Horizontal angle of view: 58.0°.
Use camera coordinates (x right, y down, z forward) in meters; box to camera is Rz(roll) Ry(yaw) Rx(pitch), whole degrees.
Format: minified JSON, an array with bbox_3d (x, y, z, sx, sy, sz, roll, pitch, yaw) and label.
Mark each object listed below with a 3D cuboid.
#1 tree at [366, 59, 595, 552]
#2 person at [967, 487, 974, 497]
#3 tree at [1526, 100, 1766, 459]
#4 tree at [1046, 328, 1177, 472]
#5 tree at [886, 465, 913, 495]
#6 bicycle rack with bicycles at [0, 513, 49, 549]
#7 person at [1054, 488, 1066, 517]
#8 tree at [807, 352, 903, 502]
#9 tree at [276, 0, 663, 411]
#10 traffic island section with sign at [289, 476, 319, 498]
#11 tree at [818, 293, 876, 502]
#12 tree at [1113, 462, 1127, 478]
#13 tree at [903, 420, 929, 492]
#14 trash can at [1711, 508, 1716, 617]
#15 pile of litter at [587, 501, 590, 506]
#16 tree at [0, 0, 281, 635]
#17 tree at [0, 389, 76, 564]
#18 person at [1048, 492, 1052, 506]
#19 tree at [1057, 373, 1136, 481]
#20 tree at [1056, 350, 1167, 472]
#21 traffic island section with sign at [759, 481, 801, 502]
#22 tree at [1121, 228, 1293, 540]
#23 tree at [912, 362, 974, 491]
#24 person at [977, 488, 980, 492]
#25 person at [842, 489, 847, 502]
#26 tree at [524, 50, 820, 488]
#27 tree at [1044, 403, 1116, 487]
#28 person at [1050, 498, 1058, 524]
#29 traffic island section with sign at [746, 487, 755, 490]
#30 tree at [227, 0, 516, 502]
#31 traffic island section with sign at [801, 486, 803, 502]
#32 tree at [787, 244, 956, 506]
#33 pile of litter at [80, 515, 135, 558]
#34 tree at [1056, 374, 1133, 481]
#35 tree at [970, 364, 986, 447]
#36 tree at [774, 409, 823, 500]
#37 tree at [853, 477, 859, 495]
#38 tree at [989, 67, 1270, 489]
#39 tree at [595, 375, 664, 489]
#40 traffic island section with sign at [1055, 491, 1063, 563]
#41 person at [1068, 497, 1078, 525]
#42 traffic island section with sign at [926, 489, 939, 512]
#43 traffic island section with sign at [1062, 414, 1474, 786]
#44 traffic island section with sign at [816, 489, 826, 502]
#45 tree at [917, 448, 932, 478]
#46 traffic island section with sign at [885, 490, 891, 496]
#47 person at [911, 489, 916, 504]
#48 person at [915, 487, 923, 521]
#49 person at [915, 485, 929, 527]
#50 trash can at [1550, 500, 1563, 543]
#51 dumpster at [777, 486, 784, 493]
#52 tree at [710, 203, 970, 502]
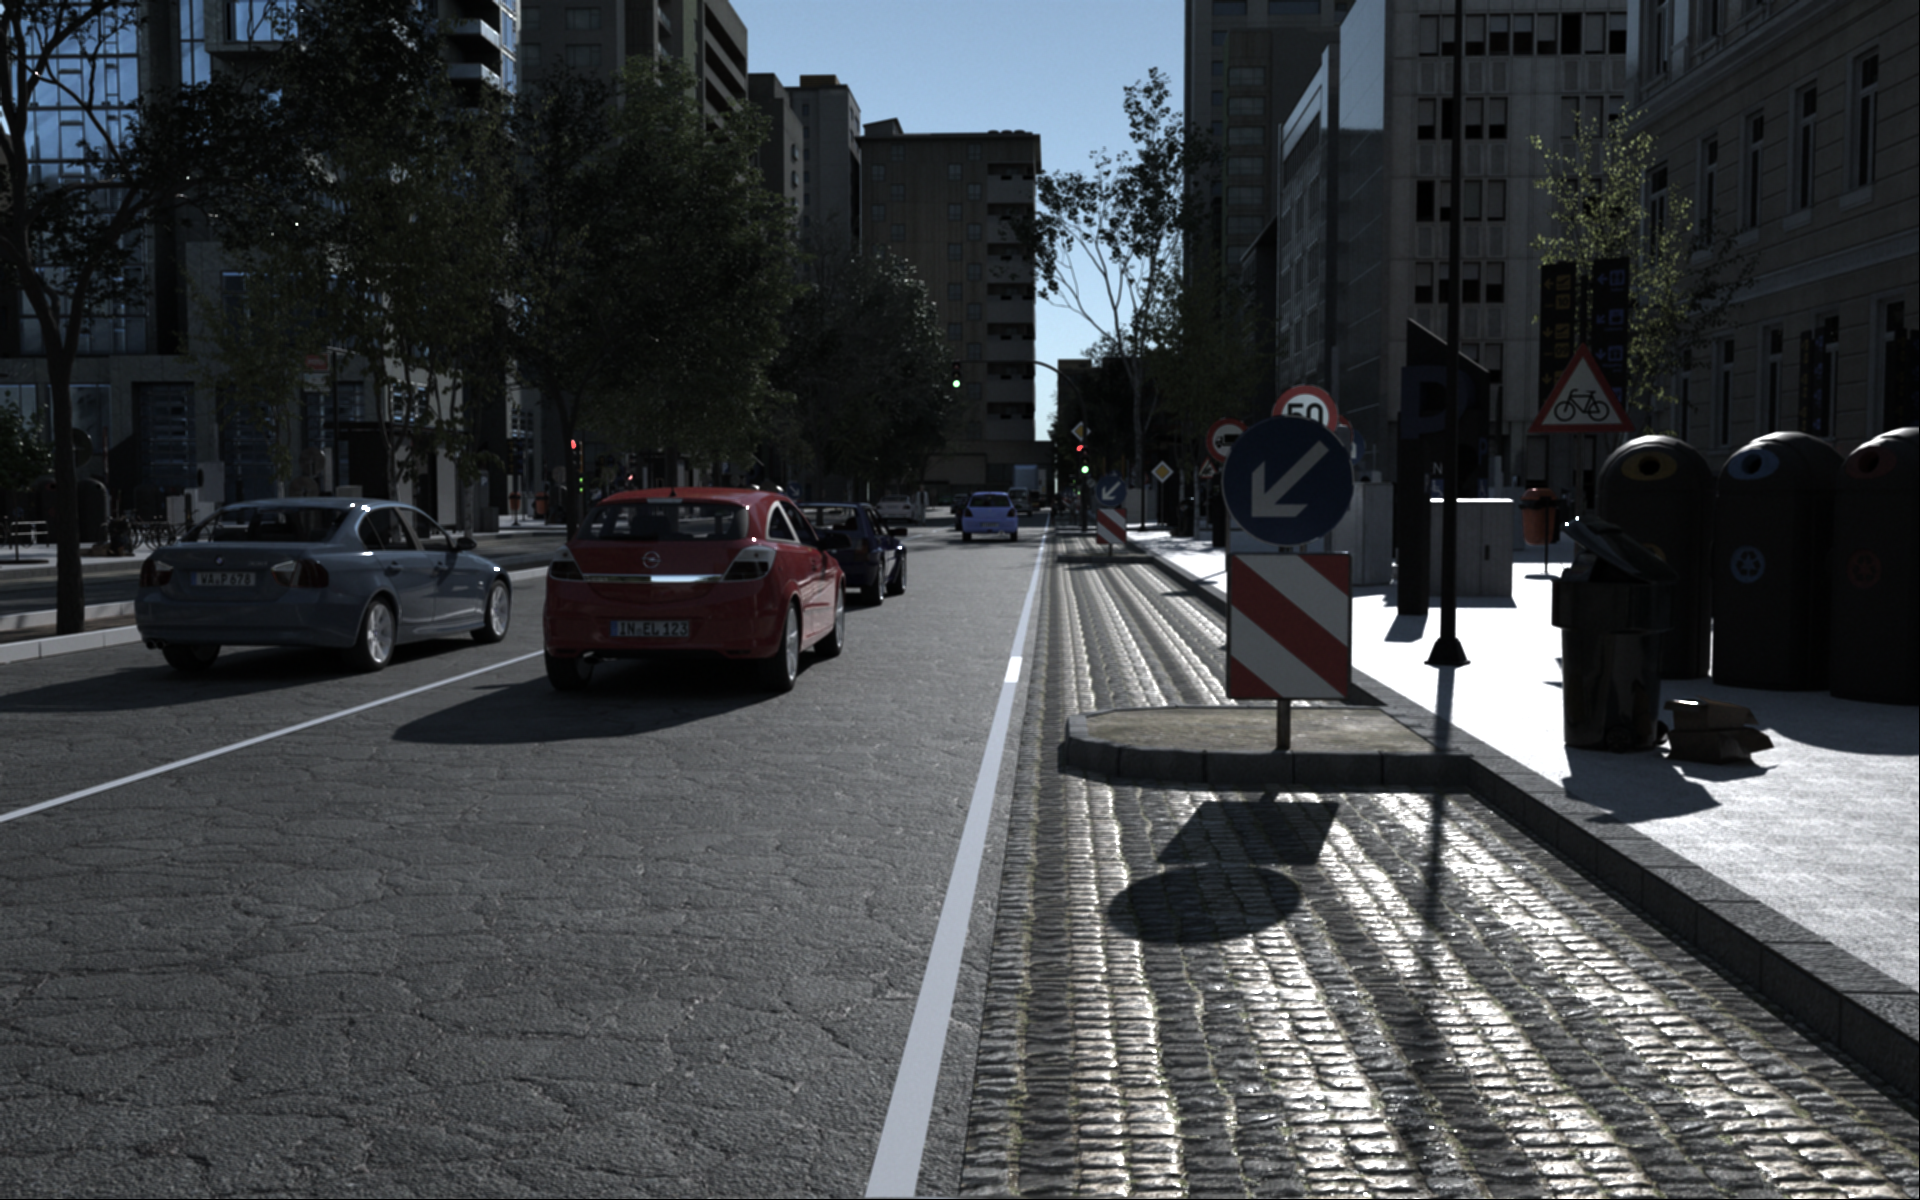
[{"bbox_3d":[-8.367,-4.690,29.504,4.360,8.622,3.978,0,3,0],"label":"tree"},{"bbox_3d":[0.778,-6.224,110.043,0.659,1.850,0.755,-1,4,-16],"label":"person"},{"bbox_3d":[12.504,-5.036,32.698,4.360,8.622,3.978,0,3,0],"label":"tree"},{"bbox_3d":[10.977,-13.304,127.884,12.009,13.543,11.850,0,3,0],"label":"tree"},{"bbox_3d":[-9.530,-13.866,161.125,7.601,10.594,8.767,-2,4,-27],"label":"tree"},{"bbox_3d":[-23.058,-1.679,40.826,2.852,0.926,2.925,0,4,-1],"label":"bicycle rack with bicycles"},{"bbox_3d":[6.273,-6.193,109.718,0.822,1.834,0.622,0,4,7],"label":"person"},{"bbox_3d":[-5.205,-7.884,81.715,4.737,8.622,4.395,0,3,0],"label":"tree"},{"bbox_3d":[-7.872,-6.032,35.496,8.767,10.594,7.601,0,4,3],"label":"tree"},{"bbox_3d":[-14.231,-1.736,37.008,1.989,1.847,2.006,0,4,3],"label":"traffic island section with sign"},{"bbox_3d":[-7.267,-7.079,52.612,8.767,10.594,7.601,0,4,3],"label":"tree"},{"bbox_3d":[9.536,-6.716,104.400,1.663,3.219,1.824,0,3,0],"label":"tree"},{"bbox_3d":[-3.758,-9.445,107.249,4.737,8.622,4.395,0,3,0],"label":"tree"},{"bbox_3d":[7.822,-0.408,18.321,0.748,1.137,0.748,0,3,0],"label":"trash can"},{"bbox_3d":[-23.296,-5.899,110.414,1.176,0.858,1.719,1,4,18],"label":"pile of litter"},{"bbox_3d":[-8.990,-4.939,17.625,8.767,10.594,7.601,0,4,3],"label":"tree"},{"bbox_3d":[-17.576,-2.287,32.000,1.663,3.219,1.824,0,3,0],"label":"tree"},{"bbox_3d":[10.540,-11.801,202.907,0.415,1.643,0.593,1,4,10],"label":"person"},{"bbox_3d":[12.739,-14.934,162.294,7.486,12.596,7.792,0,3,0],"label":"tree"},{"bbox_3d":[9.859,-10.855,111.896,7.601,10.594,8.767,-1,4,-9],"label":"tree"},{"bbox_3d":[-6.717,-3.151,59.663,2.006,1.907,1.989,0,4,3],"label":"traffic island section with sign"},{"bbox_3d":[6.725,-5.970,47.975,4.737,8.622,4.395,0,3,0],"label":"tree"},{"bbox_3d":[-2.751,-12.283,129.042,9.928,11.665,9.643,0,3,0],"label":"tree"},{"bbox_3d":[1.120,-6.031,107.063,0.822,1.834,0.622,-3,5,-41],"label":"person"},{"bbox_3d":[-8.020,-6.814,120.459,0.362,1.759,0.519,0,4,7],"label":"person"},{"bbox_3d":[-7.555,-7.605,44.927,7.486,12.596,7.792,0,3,0],"label":"tree"},{"bbox_3d":[15.518,-19.088,218.739,9.857,13.997,8.962,0,3,0],"label":"tree"},{"bbox_3d":[4.412,-4.175,81.430,0.362,1.253,0.373,-3,5,-44],"label":"person"},{"bbox_3d":[-11.230,-5.125,92.415,1.989,1.847,2.006,0,4,3],"label":"traffic island section with sign"},{"bbox_3d":[-7.900,-4.347,23.892,4.737,8.622,4.395,0,3,0],"label":"tree"},{"bbox_3d":[-6.305,-3.604,67.058,2.006,1.907,1.989,0,4,3],"label":"traffic island section with sign"},{"bbox_3d":[-5.027,-10.998,88.936,9.857,13.997,8.962,0,3,0],"label":"tree"},{"bbox_3d":[-17.593,-1.329,35.701,1.176,0.858,1.719,-1,4,-11],"label":"pile of litter"},{"bbox_3d":[12.076,-13.639,148.754,9.928,11.665,9.643,0,3,0],"label":"tree"},{"bbox_3d":[-3.306,-12.476,116.807,12.009,13.543,11.850,0,3,0],"label":"tree"},{"bbox_3d":[-12.112,-10.968,129.694,4.360,8.622,3.978,0,3,0],"label":"tree"},{"bbox_3d":[-10.293,-10.979,174.109,1.663,3.219,1.824,0,3,0],"label":"tree"},{"bbox_3d":[7.692,-13.695,79.803,12.611,20.169,13.585,0,3,0],"label":"tree"},{"bbox_3d":[-14.785,-7.742,76.941,4.737,8.622,4.395,0,3,0],"label":"tree"},{"bbox_3d":[3.039,-1.696,36.359,1.989,1.847,2.006,0,4,3],"label":"traffic island section with sign"},{"bbox_3d":[5.262,-4.140,80.460,0.475,1.303,0.640,2,4,32],"label":"person"},{"bbox_3d":[-2.230,-8.193,142.087,2.006,1.907,1.989,0,4,3],"label":"traffic island section with sign"},{"bbox_3d":[1.575,-0.050,9.444,1.989,1.847,2.006,0,4,3],"label":"traffic island section with sign"},{"bbox_3d":[-9.680,-6.845,120.537,1.989,1.847,2.006,0,4,3],"label":"traffic island section with sign"},{"bbox_3d":[-7.522,-17.307,217.375,8.767,10.594,7.601,-2,4,-25],"label":"tree"},{"bbox_3d":[-7.014,-9.846,169.604,1.989,1.847,2.006,0,4,3],"label":"traffic island section with sign"},{"bbox_3d":[-2.530,-5.383,97.183,0.598,1.740,0.731,-3,5,-41],"label":"person"},{"bbox_3d":[-2.143,-5.151,92.695,0.573,1.828,0.580,-1,4,-14],"label":"person"},{"bbox_3d":[-1.703,-4.151,76.248,0.514,1.842,0.818,-2,4,-27],"label":"person"},{"bbox_3d":[15.341,-2.051,45.188,0.748,1.137,0.748,0,3,0],"label":"trash can"},{"bbox_3d":[-12.716,-6.846,117.683,1.264,1.857,1.865,0,4,3],"label":"dumpster"},{"bbox_3d":[-5.925,-9.792,72.932,12.009,13.543,11.850,0,3,0],"label":"tree"}]
